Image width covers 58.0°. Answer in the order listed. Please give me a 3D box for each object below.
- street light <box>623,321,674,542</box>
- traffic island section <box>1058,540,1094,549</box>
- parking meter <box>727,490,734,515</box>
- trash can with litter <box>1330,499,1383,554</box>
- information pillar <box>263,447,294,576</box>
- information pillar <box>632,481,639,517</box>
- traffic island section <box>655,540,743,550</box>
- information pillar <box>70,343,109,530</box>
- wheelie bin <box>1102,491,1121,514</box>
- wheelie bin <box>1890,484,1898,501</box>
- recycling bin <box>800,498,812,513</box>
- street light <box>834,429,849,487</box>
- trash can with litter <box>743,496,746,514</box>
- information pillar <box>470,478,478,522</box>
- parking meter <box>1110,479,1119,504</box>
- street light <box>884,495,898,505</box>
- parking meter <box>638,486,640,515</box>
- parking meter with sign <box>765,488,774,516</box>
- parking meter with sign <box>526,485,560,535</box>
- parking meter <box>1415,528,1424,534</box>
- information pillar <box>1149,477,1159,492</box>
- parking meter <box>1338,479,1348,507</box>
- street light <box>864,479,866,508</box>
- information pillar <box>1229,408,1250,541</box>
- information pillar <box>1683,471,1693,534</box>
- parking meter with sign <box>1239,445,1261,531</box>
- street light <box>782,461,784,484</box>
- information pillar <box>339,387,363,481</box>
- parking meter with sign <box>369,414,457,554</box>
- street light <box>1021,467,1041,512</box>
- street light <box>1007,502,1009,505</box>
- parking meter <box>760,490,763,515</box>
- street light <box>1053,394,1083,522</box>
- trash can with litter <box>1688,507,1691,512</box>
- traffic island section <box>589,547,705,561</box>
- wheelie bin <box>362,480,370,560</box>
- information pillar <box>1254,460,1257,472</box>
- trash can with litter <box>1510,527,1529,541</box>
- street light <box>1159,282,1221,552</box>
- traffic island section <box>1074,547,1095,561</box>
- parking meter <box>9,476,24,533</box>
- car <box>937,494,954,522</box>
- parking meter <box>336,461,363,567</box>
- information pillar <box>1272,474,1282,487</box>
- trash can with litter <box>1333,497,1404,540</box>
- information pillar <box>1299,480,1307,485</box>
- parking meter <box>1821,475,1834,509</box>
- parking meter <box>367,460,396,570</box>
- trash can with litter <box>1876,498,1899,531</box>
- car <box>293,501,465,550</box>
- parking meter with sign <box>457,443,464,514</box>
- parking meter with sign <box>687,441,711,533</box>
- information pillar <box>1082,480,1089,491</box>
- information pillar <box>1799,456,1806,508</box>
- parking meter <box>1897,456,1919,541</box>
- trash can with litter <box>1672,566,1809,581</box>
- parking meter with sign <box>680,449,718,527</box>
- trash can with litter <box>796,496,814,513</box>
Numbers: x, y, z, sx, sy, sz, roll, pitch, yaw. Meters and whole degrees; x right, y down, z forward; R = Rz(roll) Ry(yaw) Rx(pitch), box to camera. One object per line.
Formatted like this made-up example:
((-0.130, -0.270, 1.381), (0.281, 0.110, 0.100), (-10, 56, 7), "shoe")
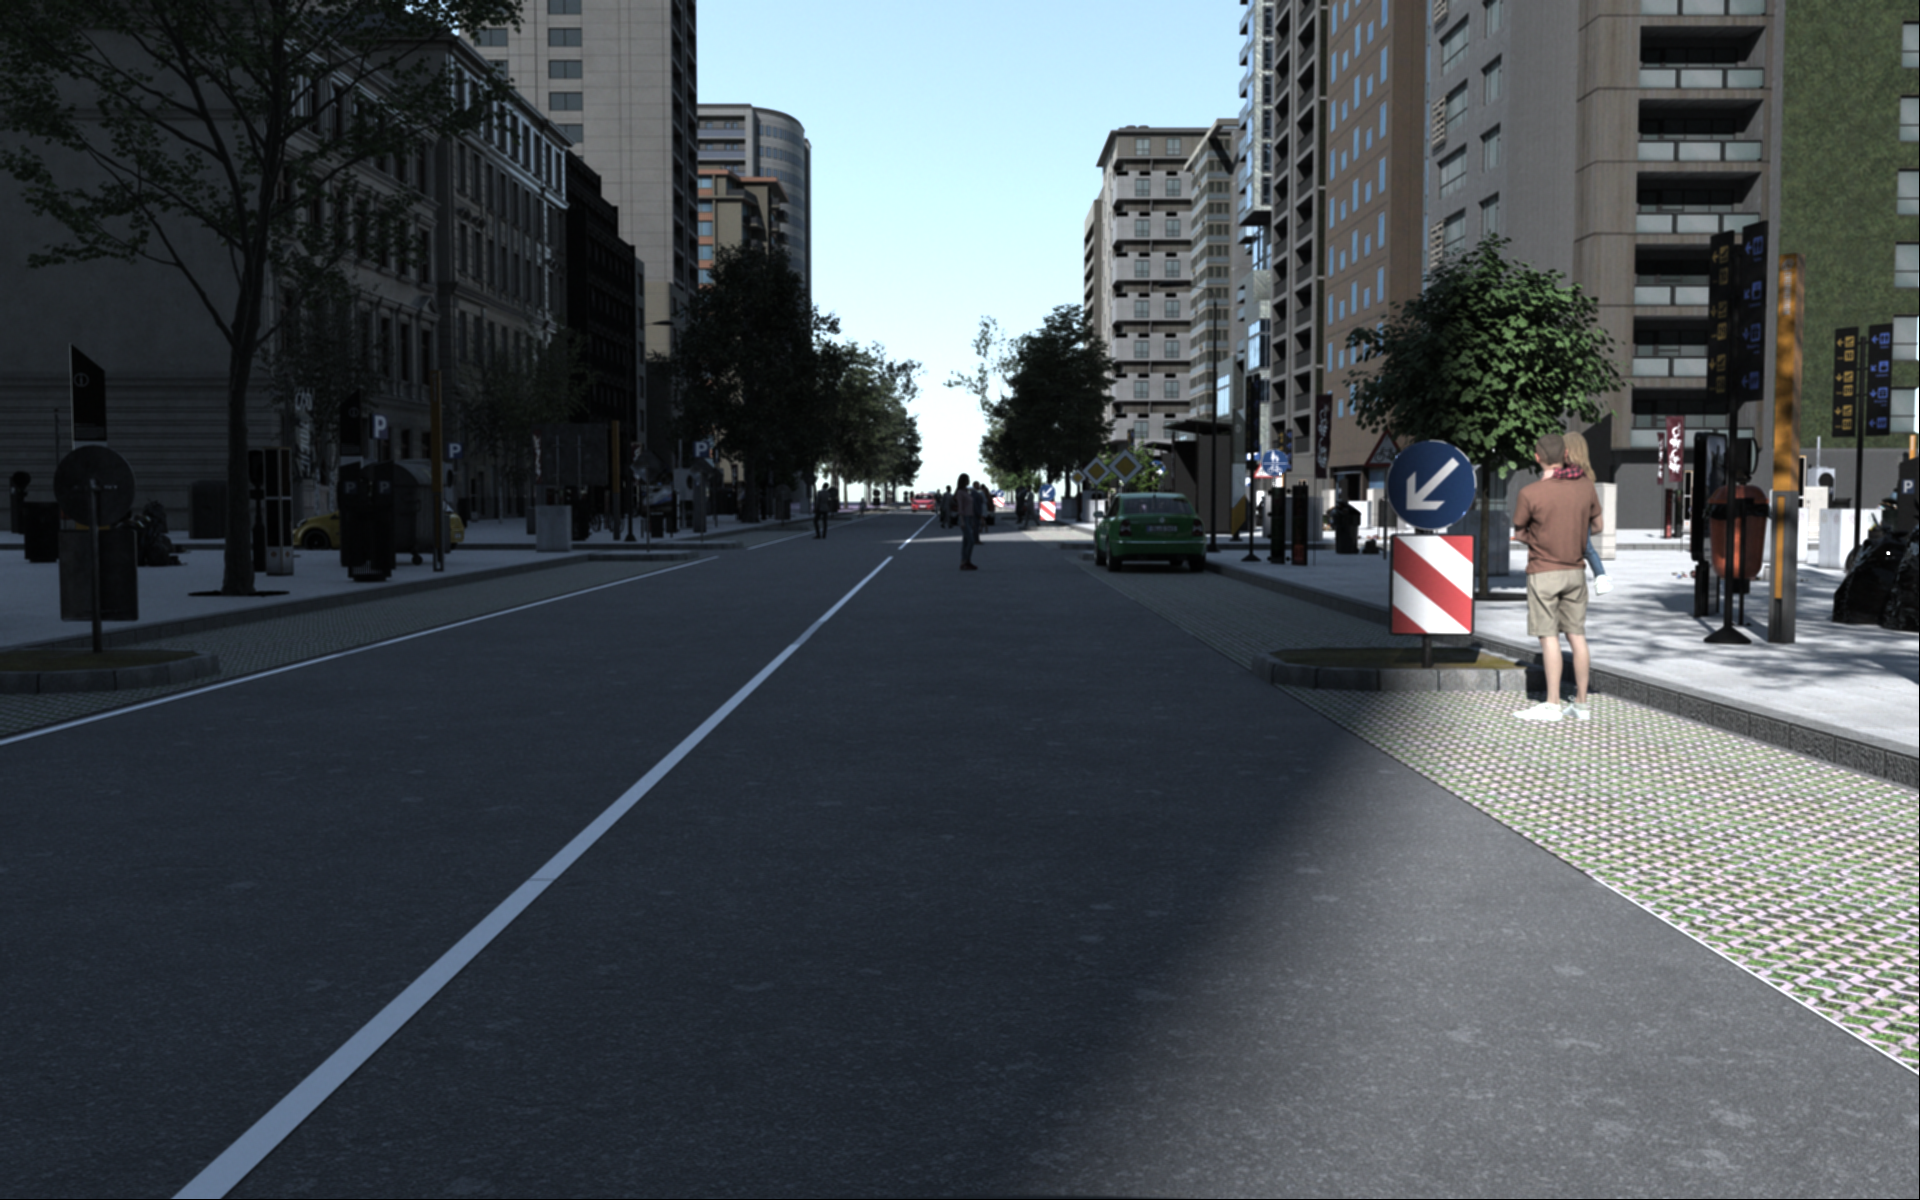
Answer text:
((-8.350, -4.526, 46.534), (1.470, 5.913, 1.316), (0, 3, 0), "street light")
((3.649, -1.459, 46.135), (2.009, 0.180, 2.903), (0, 3, 0), "traffic island section")
((-14.063, -5.974, 106.083), (0.372, 1.533, 0.369), (0, 3, 0), "parking meter")
((8.530, -1.580, 37.226), (1.055, 1.170, 0.624), (0, 4, -7), "trash can with litter")
((-10.719, -1.391, 27.241), (0.304, 2.012, 0.304), (1, 4, 15), "information pillar")
((-18.144, -5.648, 96.838), (0.304, 2.012, 0.304), (0, 4, -2), "information pillar")
((-6.892, -1.459, 46.132), (2.009, 0.180, 2.903), (0, 3, 0), "traffic island section")
((-13.633, -2.188, 27.124), (0.504, 3.616, 0.183), (-2, 4, -30), "information pillar")
((7.000, -4.407, 79.963), (0.980, 1.594, 0.693), (2, 4, 34), "wheelie bin")
((28.207, -2.679, 51.709), (0.980, 1.594, 0.693), (-1, 4, -14), "wheelie bin")
((-10.216, -6.249, 114.730), (0.722, 1.027, 0.722), (0, 4, -1), "recycling bin")
((-8.331, -9.168, 122.445), (1.470, 5.913, 1.316), (0, 3, 0), "street light")
((-12.511, -5.400, 99.684), (0.624, 1.170, 1.055), (-2, 4, -31), "trash can with litter")
((-22.262, -4.580, 79.372), (0.304, 2.012, 0.304), (-1, 4, -9), "information pillar")
((5.823, -3.641, 65.245), (0.255, 1.863, 0.399), (2, 4, 25), "parking meter")
((-8.370, -14.263, 205.747), (1.470, 5.913, 1.316), (0, 3, 0), "street light")
((-19.260, -6.003, 103.862), (0.399, 1.863, 0.255), (1, 4, 17), "parking meter")
((-11.401, -6.562, 103.552), (0.543, 3.016, 1.738), (-1, 4, -22), "parking meter with sign")
((-13.302, -3.630, 55.615), (0.543, 3.016, 1.738), (1, 4, 18), "parking meter with sign")
((14.625, -3.013, 54.975), (0.399, 1.863, 0.255), (1, 4, 23), "parking meter")
((6.602, -3.354, 59.332), (0.304, 2.012, 0.304), (-3, 5, -44), "information pillar")
((14.622, -3.698, 66.181), (0.255, 1.863, 0.399), (-1, 4, -17), "parking meter")
((-8.381, -11.634, 162.751), (1.470, 5.913, 1.316), (0, 3, 0), "street light")
((7.582, -3.411, 47.130), (0.504, 3.616, 0.183), (-3, 4, -38), "information pillar")
((23.324, -3.106, 55.276), (0.304, 2.012, 0.304), (-2, 4, -27), "information pillar")
((10.143, -3.949, 60.829), (0.543, 3.016, 1.738), (1, 4, 19), "parking meter with sign")
((-8.331, -6.991, 86.840), (1.470, 5.913, 1.316), (0, 3, 0), "street light")
((-13.304, -2.848, 37.927), (0.504, 3.616, 0.183), (0, 4, 2), "information pillar")
((-11.885, -2.525, 37.550), (1.738, 3.016, 0.543), (1, 4, 19), "parking meter with sign")
((5.042, -9.073, 120.890), (1.470, 5.913, 1.316), (0, 3, 0), "street light")
((5.050, -11.306, 157.391), (1.470, 5.913, 1.316), (0, 3, 0), "street light")
((-12.064, -5.983, 106.232), (0.372, 1.533, 0.369), (0, 3, 0), "parking meter")
((4.988, -6.588, 80.253), (1.470, 5.913, 1.316), (0, 3, 0), "street light")
((20.750, -2.232, 47.879), (1.055, 1.170, 0.624), (0, 4, 4), "trash can with litter")
((-6.887, -0.970, 38.147), (2.009, 0.180, 2.903), (0, 3, 0), "traffic island section")
((-11.502, -1.576, 33.673), (0.693, 1.594, 0.980), (0, 4, -6), "wheelie bin")
((13.064, -5.275, 77.593), (0.504, 3.616, 0.183), (2, 4, 25), "information pillar")
((15.691, -2.198, 46.989), (1.678, 1.210, 2.233), (-3, 5, -42), "trash can with litter")
((5.041, -4.005, 38.023), (1.470, 5.913, 1.316), (0, 3, 0), "street light")
((3.655, -0.971, 38.150), (2.009, 0.180, 2.903), (0, 3, 0), "traffic island section")
((-30.903, -3.123, 56.780), (0.399, 1.863, 0.255), (2, 4, 26), "parking meter")
((-0.147, -4.813, 90.489), (2.131, 1.459, 4.920), (0, 4, -1), "car")
((-10.796, -1.523, 30.620), (0.399, 1.863, 0.255), (-2, 4, -25), "parking meter")
((15.516, -5.705, 84.625), (0.504, 3.616, 0.183), (-1, 4, -10), "information pillar")
((11.766, -2.334, 49.215), (2.233, 1.210, 1.678), (1, 4, 19), "trash can with litter")
((17.884, -5.259, 90.475), (0.304, 2.012, 0.304), (-1, 4, -22), "information pillar")
((27.117, -2.965, 54.183), (0.399, 1.863, 0.255), (-3, 5, -39), "parking meter")
((-9.820, -1.449, 29.397), (0.399, 1.863, 0.255), (-3, 4, -38), "parking meter")
((26.418, -2.292, 48.856), (1.055, 1.170, 0.624), (-1, 4, -22), "trash can with litter")
((-14.047, -1.929, 41.771), (3.980, 1.641, 2.015), (0, 4, 2), "car")
((-17.124, -3.770, 57.907), (0.543, 3.016, 1.738), (0, 4, 2), "parking meter with sign")
((-8.683, -3.764, 57.799), (0.543, 3.016, 1.738), (-1, 4, -13), "parking meter with sign")
((6.544, -5.252, 90.357), (0.304, 2.012, 0.304), (2, 4, 25), "information pillar")
((16.068, -1.769, 33.416), (0.304, 2.012, 0.304), (0, 4, -6), "information pillar")
((14.779, -1.295, 26.876), (0.255, 1.863, 0.399), (-1, 4, -21), "parking meter")
((11.709, -0.941, 26.438), (1.678, 1.210, 2.233), (0, 4, -4), "trash can with litter")
((-10.249, -4.323, 66.946), (1.738, 3.016, 0.543), (0, 4, 4), "parking meter with sign")
((-10.378, -6.564, 118.376), (1.678, 1.210, 2.233), (0, 4, -4), "trash can with litter")
